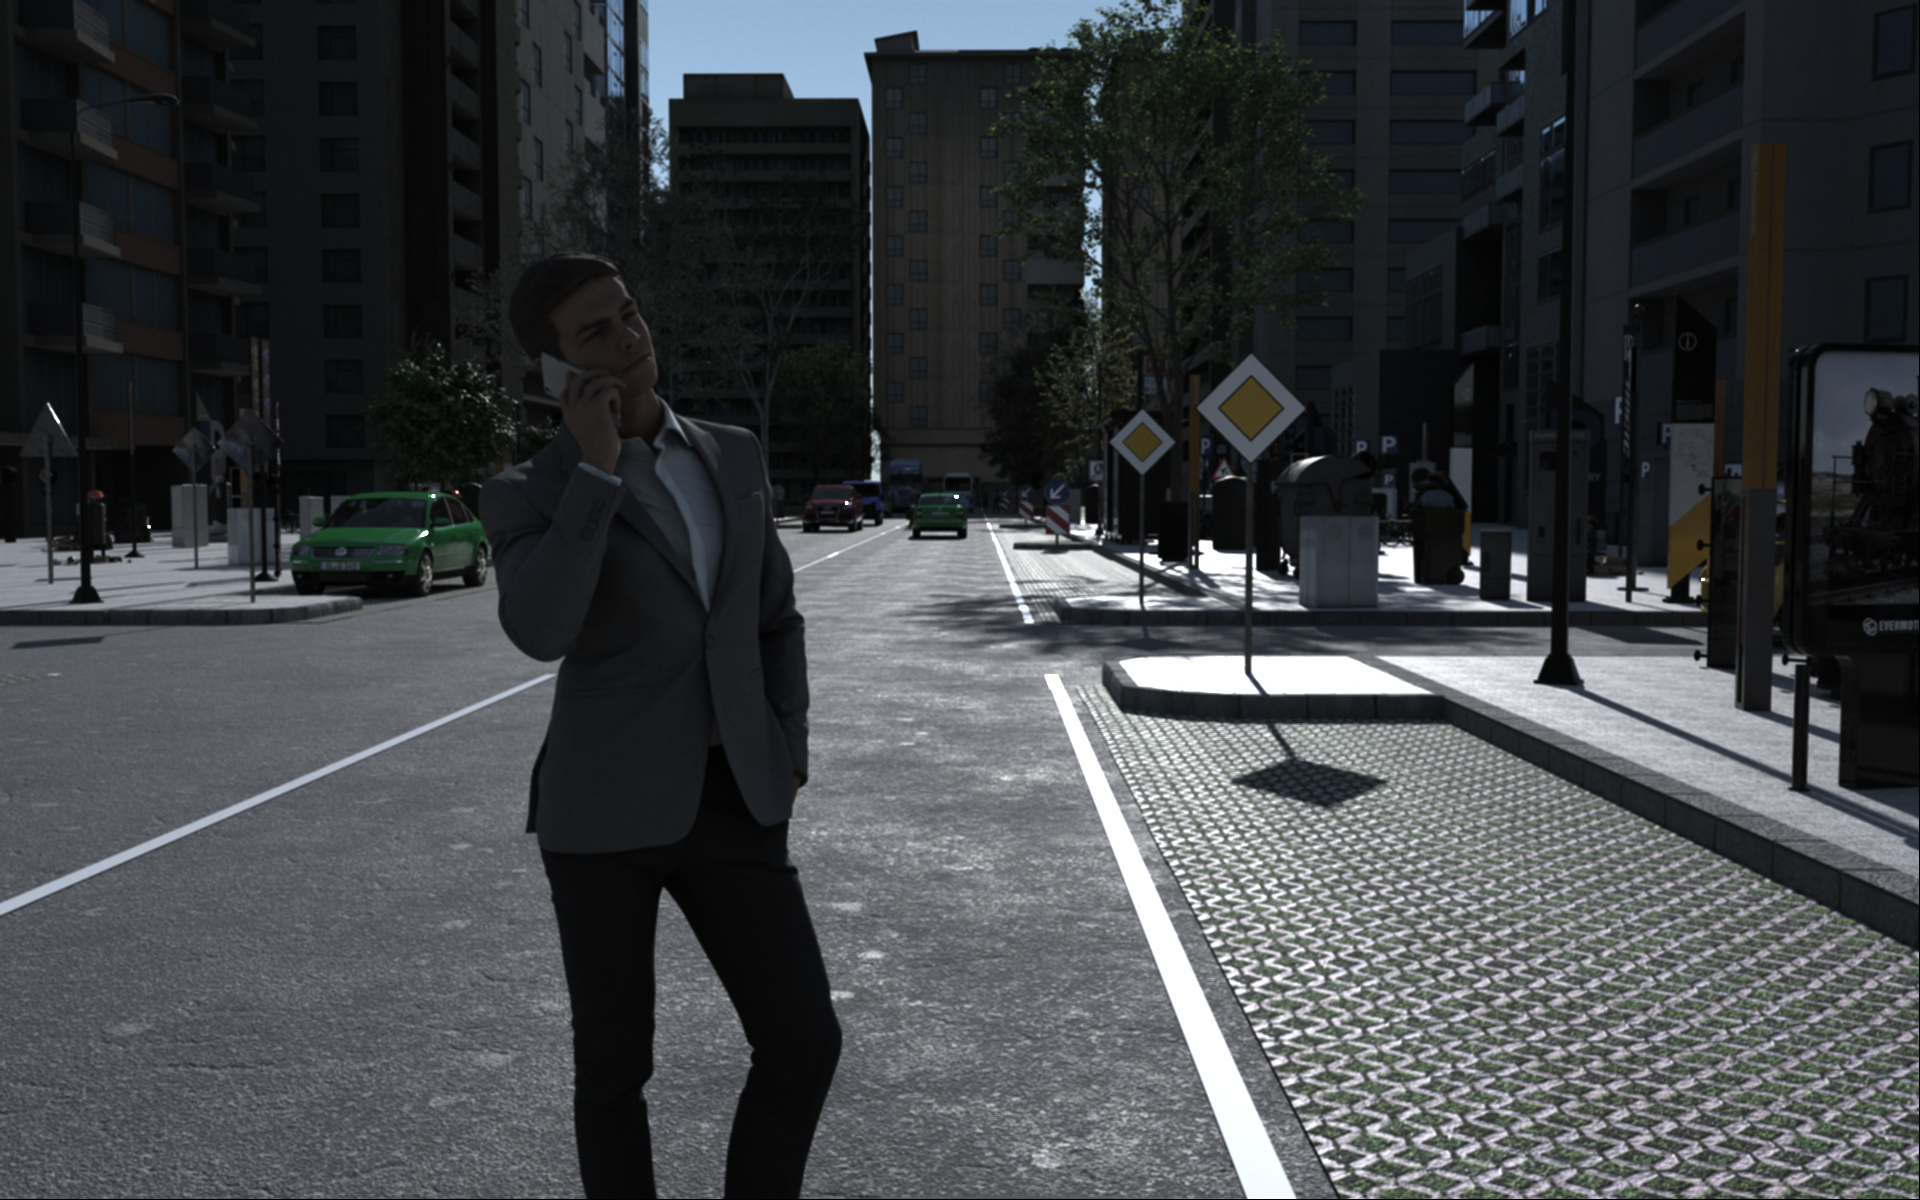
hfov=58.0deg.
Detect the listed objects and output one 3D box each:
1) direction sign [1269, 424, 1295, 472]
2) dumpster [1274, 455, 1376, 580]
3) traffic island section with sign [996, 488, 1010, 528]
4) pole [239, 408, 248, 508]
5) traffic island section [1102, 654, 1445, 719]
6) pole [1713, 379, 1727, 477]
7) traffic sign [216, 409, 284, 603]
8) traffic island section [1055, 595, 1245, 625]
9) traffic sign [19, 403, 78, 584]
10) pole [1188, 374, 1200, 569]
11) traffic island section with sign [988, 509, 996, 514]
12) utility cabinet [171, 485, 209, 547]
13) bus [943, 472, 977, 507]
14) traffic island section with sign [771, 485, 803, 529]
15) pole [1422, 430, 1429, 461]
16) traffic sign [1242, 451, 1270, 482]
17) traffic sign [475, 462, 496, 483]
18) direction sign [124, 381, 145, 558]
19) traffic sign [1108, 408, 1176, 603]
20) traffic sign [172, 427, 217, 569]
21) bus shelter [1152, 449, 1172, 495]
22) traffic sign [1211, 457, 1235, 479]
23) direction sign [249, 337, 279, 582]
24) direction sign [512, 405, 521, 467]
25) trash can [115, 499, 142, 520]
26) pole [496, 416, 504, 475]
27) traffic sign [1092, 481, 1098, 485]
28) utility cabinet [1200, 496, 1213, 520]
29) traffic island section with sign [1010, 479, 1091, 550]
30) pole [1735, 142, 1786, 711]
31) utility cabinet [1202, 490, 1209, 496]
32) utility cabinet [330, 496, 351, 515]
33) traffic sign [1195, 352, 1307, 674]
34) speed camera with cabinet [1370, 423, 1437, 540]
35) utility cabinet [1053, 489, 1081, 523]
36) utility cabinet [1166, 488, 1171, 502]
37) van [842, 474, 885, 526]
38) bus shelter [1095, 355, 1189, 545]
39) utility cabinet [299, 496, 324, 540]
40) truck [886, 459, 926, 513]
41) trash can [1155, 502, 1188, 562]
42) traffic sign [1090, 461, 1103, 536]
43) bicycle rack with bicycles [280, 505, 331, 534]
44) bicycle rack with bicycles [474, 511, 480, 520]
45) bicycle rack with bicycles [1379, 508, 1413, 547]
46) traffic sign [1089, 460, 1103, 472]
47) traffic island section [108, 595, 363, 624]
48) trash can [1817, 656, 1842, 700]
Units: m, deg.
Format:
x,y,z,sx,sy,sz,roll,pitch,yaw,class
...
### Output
x,y,z,sx,sy,sz,roll,pitch,yaw,class
10.468,-3.938,56.380,0.876,3.537,0.379,3,4,37,direction sign
5.604,-1.274,26.591,1.264,1.857,1.865,0,4,1,dumpster
2.647,-3.923,72.776,1.989,1.847,2.006,0,4,1,traffic island section with sign
-17.018,-2.898,41.224,0.158,3.312,0.155,0,3,0,pole
2.081,0.604,12.404,2.009,0.180,2.903,0,4,1,traffic island section
13.460,-2.255,30.718,0.158,3.312,0.155,0,3,0,pole
-8.362,-1.027,20.429,0.795,2.450,0.064,0,4,1,traffic sign
2.155,0.116,20.389,2.009,0.180,2.903,0,4,1,traffic island section
-13.004,-1.511,24.706,0.884,2.594,0.081,0,4,6,traffic sign
4.010,-2.190,29.658,0.158,3.312,0.155,0,3,0,pole
3.113,-6.992,122.942,1.989,1.847,2.006,0,4,1,traffic island section with sign
-18.455,-2.006,41.476,0.318,1.500,1.173,0,4,3,utility cabinet
-0.032,-10.028,158.810,2.948,3.499,13.247,0,4,1,bus
-7.584,-3.879,72.044,1.989,1.847,2.006,0,4,1,traffic island section with sign
14.924,-3.778,55.617,0.158,3.312,0.155,0,3,0,pole
8.094,-2.896,47.453,0.768,2.556,0.104,0,4,4,traffic sign
-12.841,-2.867,46.882,0.884,2.594,0.081,0,4,8,traffic sign
-16.758,-2.634,35.065,0.379,3.537,0.876,-1,4,-22,direction sign
2.131,-1.020,20.312,0.795,2.450,0.064,0,4,1,traffic sign
-13.158,-1.749,29.782,0.795,2.450,0.064,0,4,5,traffic sign
7.434,-4.652,67.347,1.731,3.624,6.357,0,4,0,bus shelter
9.165,-3.680,60.173,0.884,2.594,0.081,0,4,3,traffic sign
-10.248,-2.045,25.428,0.379,3.537,0.876,0,4,-6,direction sign
-11.131,-3.155,43.589,0.379,3.537,0.876,0,4,-4,direction sign
-24.616,-2.426,51.317,0.748,1.137,0.748,0,3,0,trash can
-11.580,-3.045,43.633,0.158,3.312,0.155,0,3,0,pole
7.247,-5.560,91.019,0.768,2.556,0.104,0,4,5,traffic sign
9.577,-3.556,69.300,1.020,1.237,0.306,1,4,23,utility cabinet
2.397,-2.235,45.165,1.989,1.847,2.006,0,4,1,traffic island section with sign
4.716,-1.001,10.205,0.158,3.312,0.155,0,3,0,pole
13.604,-5.295,95.254,0.318,1.500,1.173,2,4,26,utility cabinet
-18.913,-2.594,53.574,1.020,1.237,0.306,-1,4,-16,utility cabinet
2.058,-0.531,12.327,0.795,2.450,0.064,0,4,1,traffic sign
12.140,-3.285,48.049,2.038,3.252,0.660,1,4,23,speed camera with cabinet
4.604,-4.026,74.497,1.173,1.500,0.318,0,4,6,utility cabinet
7.986,-3.334,63.183,1.173,1.500,0.318,-3,5,-43,utility cabinet
-4.556,-4.631,80.106,2.240,2.365,5.245,0,4,-1,van
4.918,-4.291,47.797,2.179,5.291,8.768,0,4,1,bus shelter
-16.819,-2.067,44.955,0.306,1.237,1.020,0,4,-1,utility cabinet
-3.959,-9.000,136.906,2.967,4.110,18.799,0,4,1,truck
4.073,-1.306,33.001,0.748,1.137,0.748,0,3,0,trash can
4.279,-3.124,53.203,0.606,2.300,0.079,0,4,2,traffic sign
-21.507,-2.652,56.736,2.925,0.926,2.852,-3,5,-39,bicycle rack with bicycles
-13.633,-2.419,52.940,2.925,0.926,2.852,0,4,-7,bicycle rack with bicycles
10.901,-1.815,43.052,2.925,0.926,2.852,1,4,14,bicycle rack with bicycles
5.222,-3.961,64.863,0.768,2.556,0.104,0,4,3,traffic sign
-8.386,0.109,20.491,2.009,0.180,2.903,0,4,1,traffic island section
5.704,0.052,10.811,0.748,1.137,0.748,0,3,0,trash can
